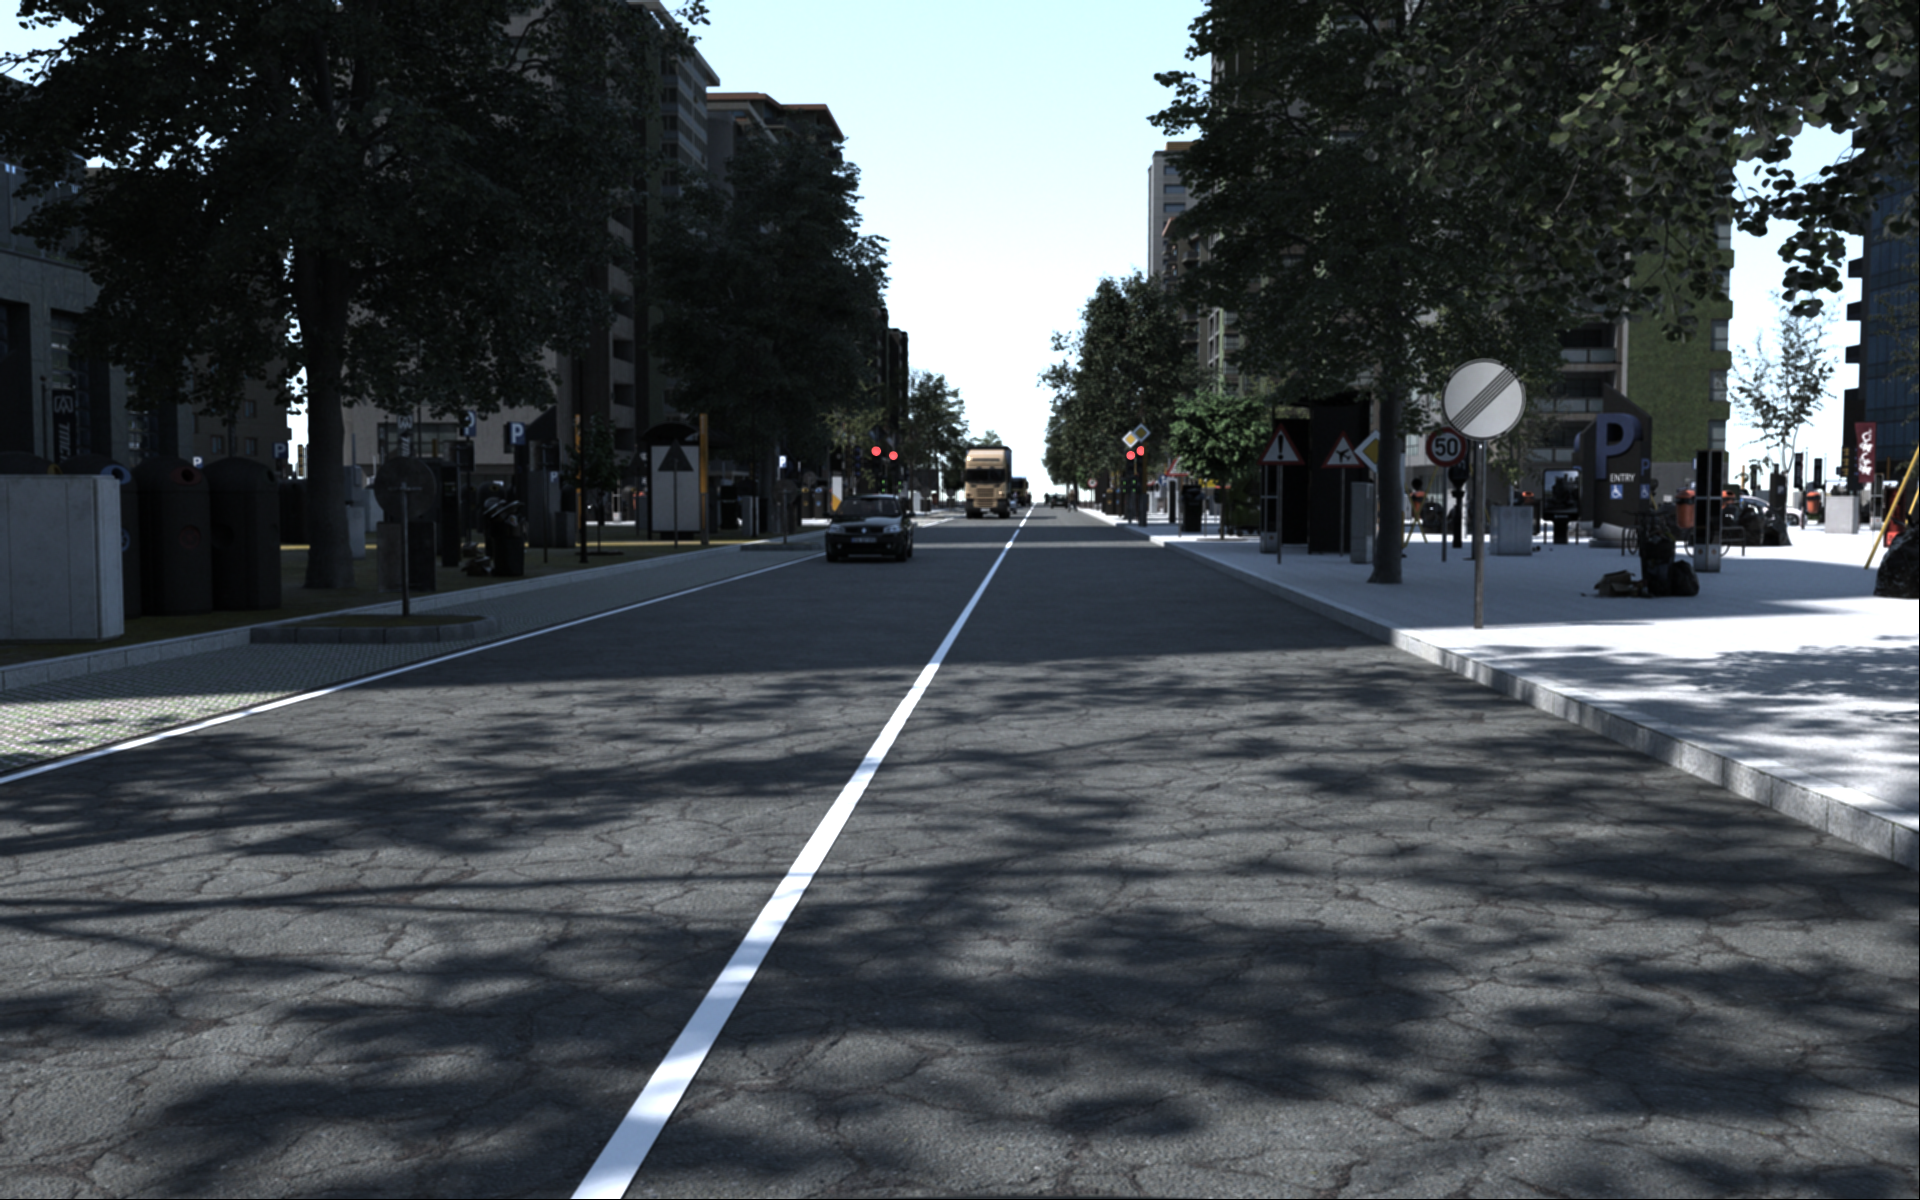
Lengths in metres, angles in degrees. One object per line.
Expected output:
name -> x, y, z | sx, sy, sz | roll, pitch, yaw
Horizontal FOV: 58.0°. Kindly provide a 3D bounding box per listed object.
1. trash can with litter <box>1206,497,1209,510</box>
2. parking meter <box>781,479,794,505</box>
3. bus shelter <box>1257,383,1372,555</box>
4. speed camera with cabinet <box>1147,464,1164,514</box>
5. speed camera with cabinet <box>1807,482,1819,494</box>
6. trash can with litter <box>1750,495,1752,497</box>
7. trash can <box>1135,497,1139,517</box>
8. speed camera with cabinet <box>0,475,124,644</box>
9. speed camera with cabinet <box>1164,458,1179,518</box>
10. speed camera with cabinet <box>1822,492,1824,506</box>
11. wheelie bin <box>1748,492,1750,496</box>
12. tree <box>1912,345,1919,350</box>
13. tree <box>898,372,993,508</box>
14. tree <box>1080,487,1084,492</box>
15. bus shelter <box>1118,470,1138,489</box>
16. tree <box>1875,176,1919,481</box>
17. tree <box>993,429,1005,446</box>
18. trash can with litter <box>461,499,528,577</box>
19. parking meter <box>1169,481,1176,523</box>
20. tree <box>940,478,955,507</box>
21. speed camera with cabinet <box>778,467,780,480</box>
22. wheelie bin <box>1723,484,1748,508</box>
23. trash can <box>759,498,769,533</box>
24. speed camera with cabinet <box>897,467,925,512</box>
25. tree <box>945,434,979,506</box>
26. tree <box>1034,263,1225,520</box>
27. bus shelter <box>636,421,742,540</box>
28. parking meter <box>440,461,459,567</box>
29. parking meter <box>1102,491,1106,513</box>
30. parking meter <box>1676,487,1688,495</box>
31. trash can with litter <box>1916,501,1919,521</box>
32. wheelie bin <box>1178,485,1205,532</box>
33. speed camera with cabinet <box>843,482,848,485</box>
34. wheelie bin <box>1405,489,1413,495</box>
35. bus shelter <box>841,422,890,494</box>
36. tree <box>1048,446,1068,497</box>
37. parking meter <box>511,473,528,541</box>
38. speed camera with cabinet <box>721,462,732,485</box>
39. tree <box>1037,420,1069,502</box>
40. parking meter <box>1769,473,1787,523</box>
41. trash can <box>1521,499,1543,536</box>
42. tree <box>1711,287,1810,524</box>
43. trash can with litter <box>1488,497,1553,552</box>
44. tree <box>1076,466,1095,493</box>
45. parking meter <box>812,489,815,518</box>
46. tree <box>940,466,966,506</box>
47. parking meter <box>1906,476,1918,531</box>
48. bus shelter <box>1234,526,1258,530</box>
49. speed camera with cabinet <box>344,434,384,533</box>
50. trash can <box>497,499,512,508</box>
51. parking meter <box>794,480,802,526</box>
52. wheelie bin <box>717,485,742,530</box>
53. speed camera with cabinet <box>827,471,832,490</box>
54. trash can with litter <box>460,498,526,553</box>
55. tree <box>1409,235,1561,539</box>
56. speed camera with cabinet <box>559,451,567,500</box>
trash can with litter -> 19.910, -7.824, 139.309 | 1.055, 1.170, 0.624 | -2, 4, -28
parking meter -> -6.581, -3.651, 65.408 | 0.255, 1.863, 0.399 | -3, 4, -38
bus shelter -> 8.062, -2.967, 39.786 | 1.731, 3.624, 6.357 | 0, 4, 3
speed camera with cabinet -> 12.766, -7.289, 113.512 | 0.660, 3.252, 2.038 | -2, 4, -27
speed camera with cabinet -> 63.095, -8.183, 128.129 | 0.660, 3.252, 2.038 | 2, 4, 34
trash can with litter -> 40.849, -4.812, 89.733 | 1.678, 1.210, 2.233 | 2, 4, 28
trash can -> 9.483, -5.037, 94.016 | 0.748, 1.137, 0.748 | 0, 3, 0
speed camera with cabinet -> -8.425, -1.262, 14.965 | 2.038, 3.252, 0.660 | 0, 4, -7
speed camera with cabinet -> 11.650, -6.139, 94.707 | 0.660, 3.252, 2.038 | 0, 4, 5
speed camera with cabinet -> 60.601, -7.646, 119.352 | 0.660, 3.252, 2.038 | -3, 5, -45
wheelie bin -> 49.464, -6.210, 109.433 | 0.693, 1.594, 0.980 | -2, 4, -26
tree -> 31.879, -8.077, 50.194 | 7.486, 12.596, 7.792 | 0, 3, 0
tree -> -2.466, -14.896, 161.682 | 7.486, 12.596, 7.792 | 0, 3, 0
tree -> 13.875, -13.892, 177.499 | 4.360, 8.622, 3.978 | 0, 3, 0
bus shelter -> 13.689, -9.911, 139.680 | 2.179, 5.291, 8.768 | 0, 4, 3
tree -> 21.606, -5.319, 37.332 | 4.360, 8.622, 3.978 | 0, 3, 0
tree -> 5.221, -23.411, 300.890 | 7.486, 12.596, 7.792 | 0, 3, 0
trash can with litter -> -7.295, -0.959, 27.064 | 1.055, 1.170, 0.624 | 1, 4, 13
parking meter -> 9.407, -4.339, 76.652 | 0.255, 1.863, 0.399 | 1, 4, 14
tree -> -1.121, -11.161, 177.081 | 1.663, 3.219, 1.824 | 0, 3, 0
speed camera with cabinet -> -12.311, -7.981, 124.822 | 2.038, 3.252, 0.660 | 1, 4, 14
wheelie bin -> 23.918, -2.824, 54.076 | 0.980, 1.594, 0.693 | 1, 4, 18
trash can -> -6.651, -2.778, 57.070 | 0.748, 1.137, 0.748 | 0, 3, 0
speed camera with cabinet -> -3.594, -8.146, 127.525 | 2.038, 3.252, 0.660 | -1, 4, -16
tree -> -0.032, -14.455, 186.698 | 4.737, 8.622, 4.395 | 0, 3, 0
tree -> 8.534, -10.363, 86.444 | 9.611, 12.733, 9.660 | 0, 3, 0
bus shelter -> -7.838, -3.472, 50.687 | 2.014, 3.302, 5.546 | 0, 4, 3
parking meter -> -9.026, -1.523, 30.609 | 0.255, 1.863, 0.399 | -2, 4, -23
parking meter -> 9.875, -6.734, 118.513 | 0.372, 1.533, 0.369 | 0, 3, 0
parking meter -> 25.718, -3.260, 61.717 | 0.372, 1.533, 0.369 | 0, 3, 0
trash can with litter -> 18.419, -1.300, 32.313 | 2.233, 1.210, 1.678 | -1, 4, -23
wheelie bin -> 7.840, -3.082, 58.304 | 0.980, 1.594, 0.693 | 0, 4, -5
speed camera with cabinet -> -8.330, -8.830, 138.709 | 2.038, 3.252, 0.660 | -1, 4, -18
wheelie bin -> 27.602, -6.040, 106.662 | 0.693, 1.594, 0.980 | 2, 4, 35
bus shelter -> -5.365, -7.421, 98.972 | 2.179, 5.291, 8.768 | 0, 4, 3
tree -> 18.621, -22.779, 298.190 | 9.928, 11.665, 9.643 | 0, 3, 0
parking meter -> -12.074, -2.553, 47.453 | 0.399, 1.863, 0.255 | 3, 4, 38
speed camera with cabinet -> -14.230, -6.887, 106.943 | 0.660, 3.252, 2.038 | -1, 4, -23
tree -> 17.705, -22.843, 283.852 | 12.009, 13.543, 11.850 | 0, 3, 0
parking meter -> 22.691, -2.591, 48.067 | 0.399, 1.863, 0.255 | -1, 4, -13
trash can -> 17.556, -2.549, 53.333 | 0.748, 1.137, 0.748 | 0, 3, 0
tree -> 28.408, -6.685, 59.667 | 4.360, 8.622, 3.978 | 0, 3, 0
trash can with litter -> 12.605, -1.727, 39.288 | 1.678, 1.210, 2.233 | 1, 4, 10
tree -> 11.996, -10.634, 157.585 | 4.285, 4.588, 4.351 | 0, 3, 0
parking meter -> -7.924, -5.126, 92.214 | 0.372, 1.533, 0.369 | 0, 3, 0
tree -> -0.567, -12.106, 181.639 | 4.285, 4.588, 4.351 | 0, 3, 0
parking meter -> 25.201, -2.457, 45.883 | 0.255, 1.863, 0.399 | 2, 4, 31
bus shelter -> 10.272, -4.016, 59.581 | 2.014, 3.302, 5.546 | 0, 4, 3
speed camera with cabinet -> -19.889, -3.858, 57.415 | 0.660, 3.252, 2.038 | 1, 4, 10
trash can -> -31.096, -6.481, 117.618 | 0.748, 1.137, 0.748 | 0, 3, 0
parking meter -> -6.580, -3.920, 69.808 | 0.255, 1.863, 0.399 | -3, 5, -43
wheelie bin -> -8.396, -3.357, 62.798 | 0.980, 1.594, 0.693 | 0, 4, -5
speed camera with cabinet -> -11.475, -9.552, 150.515 | 0.660, 3.252, 2.038 | 2, 4, 27
trash can with litter -> -10.640, -1.633, 37.757 | 2.233, 1.210, 1.678 | 0, 4, -6
tree -> 14.425, -6.030, 48.955 | 4.737, 8.622, 4.395 | 0, 3, 0
speed camera with cabinet -> -16.350, -4.545, 68.638 | 2.038, 3.252, 0.660 | 0, 4, 0
